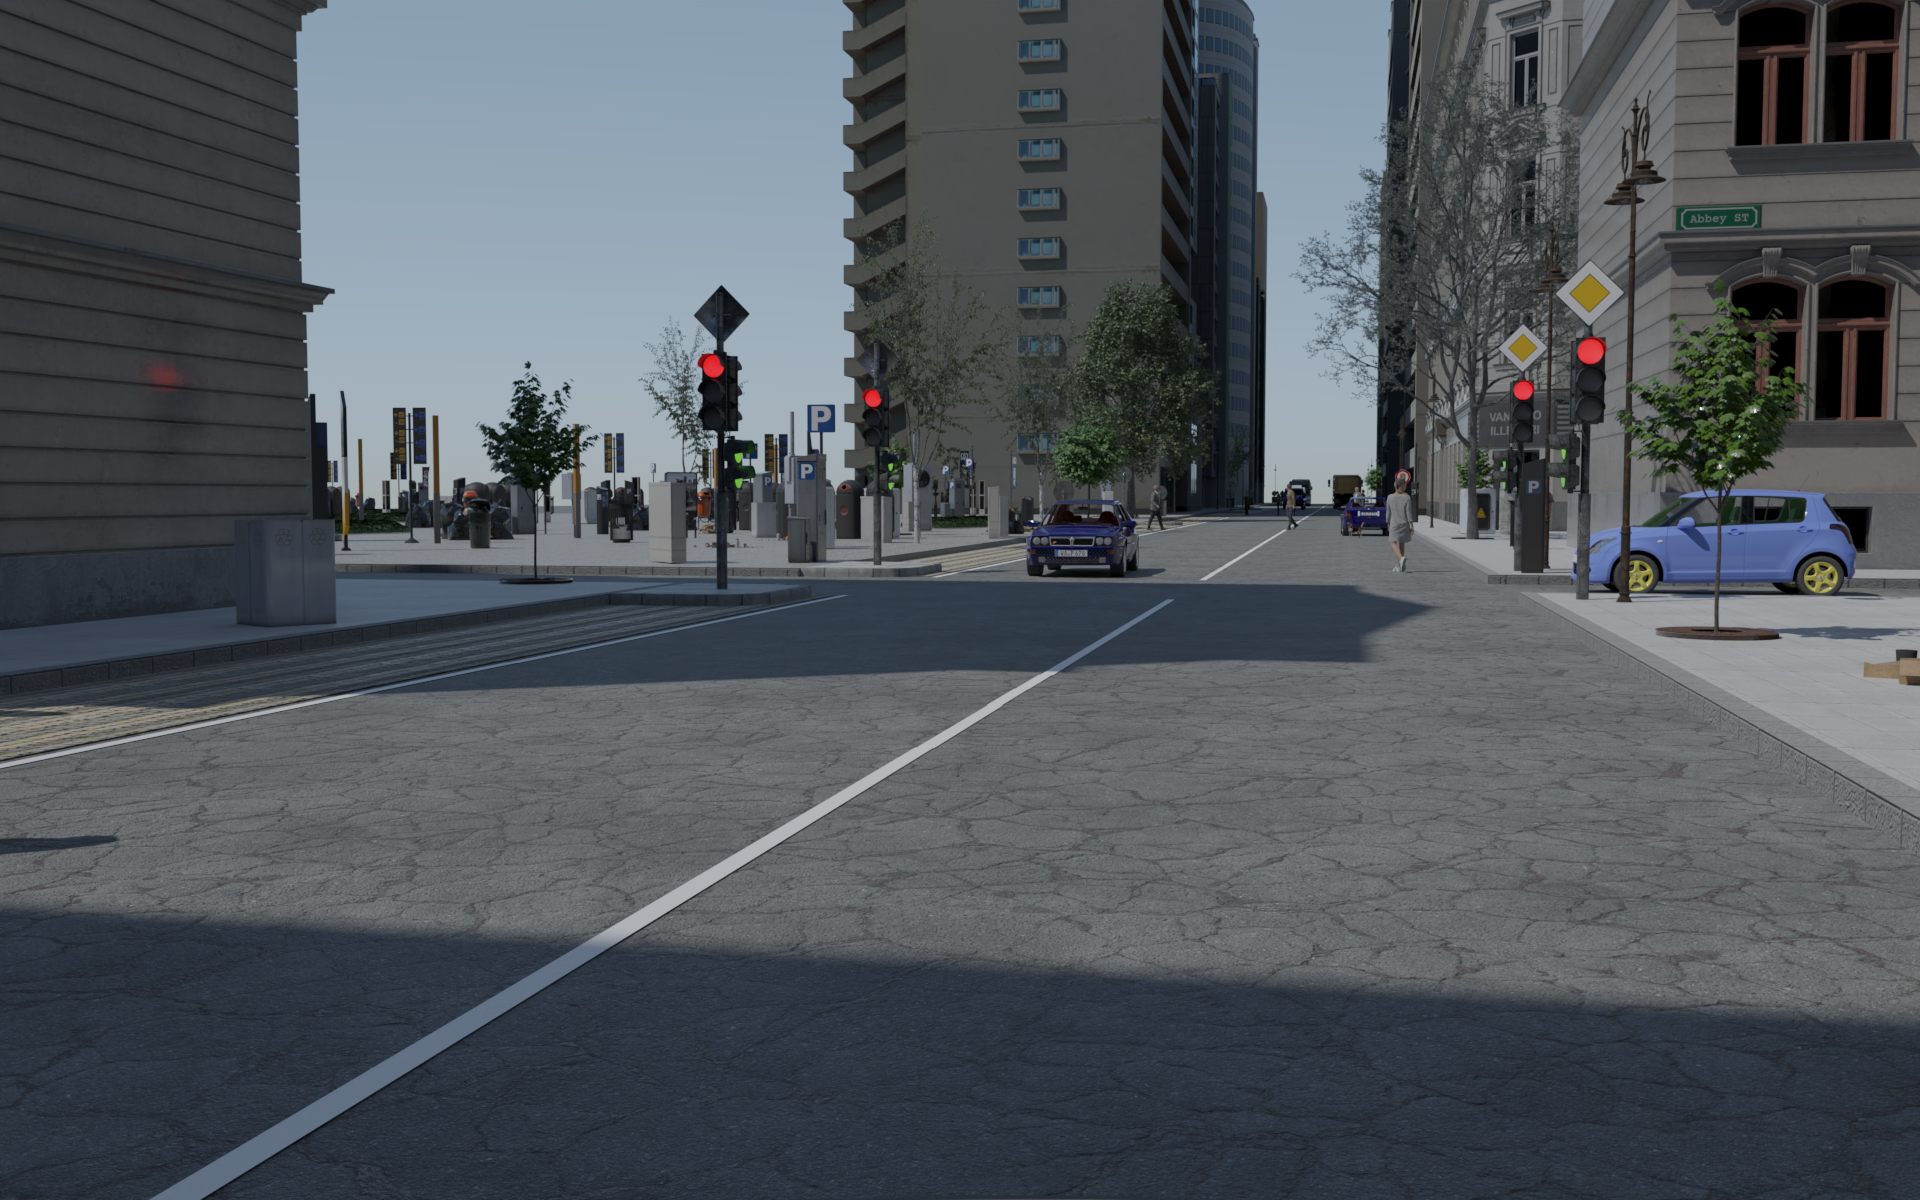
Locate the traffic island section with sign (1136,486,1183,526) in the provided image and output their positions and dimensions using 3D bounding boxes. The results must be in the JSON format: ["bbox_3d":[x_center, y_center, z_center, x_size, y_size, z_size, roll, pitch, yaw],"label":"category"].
[{"bbox_3d":[9.172,-4.321,79.279,1.989,1.847,2.006,1,4,12],"label":"traffic island section with sign"}]

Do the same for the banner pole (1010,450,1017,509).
[{"bbox_3d":[3.010,-6.623,98.297,0.401,3.779,0.863,-2,4,-28],"label":"banner pole"}]

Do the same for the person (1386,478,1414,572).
[{"bbox_3d":[8.070,-1.372,31.686,0.466,1.731,0.760,0,4,-7],"label":"person"}]

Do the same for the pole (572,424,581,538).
[{"bbox_3d":[-11.129,-3.452,50.287,0.158,3.312,0.155,0,3,0],"label":"pole"}]

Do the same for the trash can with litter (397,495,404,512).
[{"bbox_3d":[-29.306,-4.822,89.905,1.678,1.210,2.233,1,4,11],"label":"trash can with litter"}]

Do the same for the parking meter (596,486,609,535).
[{"bbox_3d":[-11.365,-2.854,55.069,0.372,1.533,0.369,0,3,0],"label":"parking meter"}]

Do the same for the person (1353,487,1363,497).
[{"bbox_3d":[19.669,-4.709,85.889,0.834,1.777,0.661,-3,5,-42],"label":"person"}]

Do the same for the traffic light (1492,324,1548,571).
[{"bbox_3d":[9.283,-2.436,28.745,0.839,4.253,0.868,1,4,12],"label":"traffic light"}]

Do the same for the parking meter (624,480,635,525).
[{"bbox_3d":[-13.749,-4.061,72.115,0.399,1.863,0.255,0,4,-4],"label":"parking meter"}]

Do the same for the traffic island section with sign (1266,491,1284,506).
[{"bbox_3d":[38.049,-12.270,209.233,1.989,1.847,2.006,1,4,12],"label":"traffic island section with sign"}]

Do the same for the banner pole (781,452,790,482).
[{"bbox_3d":[-10.373,-6.951,103.658,0.863,3.779,0.401,1,4,17],"label":"banner pole"}]

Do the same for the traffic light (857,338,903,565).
[{"bbox_3d":[-1.470,-2.580,31.110,0.839,4.253,0.868,1,4,12],"label":"traffic light"}]

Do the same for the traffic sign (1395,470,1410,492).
[{"bbox_3d":[23.080,-5.517,90.306,0.768,2.556,0.104,1,4,22],"label":"traffic sign"}]

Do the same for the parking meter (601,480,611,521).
[{"bbox_3d":[-14.637,-4.027,71.552,0.399,1.863,0.255,3,4,37],"label":"parking meter"}]

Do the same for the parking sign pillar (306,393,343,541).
[{"bbox_3d":[-17.600,-3.587,47.114,1.447,3.967,1.447,-2,4,-35],"label":"parking sign pillar"}]

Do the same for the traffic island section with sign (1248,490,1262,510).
[{"bbox_3d":[26.051,-8.968,155.256,1.989,1.847,2.006,1,4,12],"label":"traffic island section with sign"}]

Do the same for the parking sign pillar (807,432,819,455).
[{"bbox_3d":[-6.352,-5.288,74.930,1.447,3.967,1.447,0,4,0],"label":"parking sign pillar"}]

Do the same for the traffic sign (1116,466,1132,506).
[{"bbox_3d":[7.505,-4.852,79.442,0.768,2.556,0.104,1,4,19],"label":"traffic sign"}]

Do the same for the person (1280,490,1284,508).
[{"bbox_3d":[32.515,-10.159,174.601,1.348,1.824,0.705,1,4,18],"label":"person"}]

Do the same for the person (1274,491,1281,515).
[{"bbox_3d":[21.241,-6.480,115.922,0.415,1.643,0.593,-1,4,-15],"label":"person"}]

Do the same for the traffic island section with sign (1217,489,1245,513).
[{"bbox_3d":[20.195,-7.354,128.861,1.989,1.847,2.006,1,4,12],"label":"traffic island section with sign"}]

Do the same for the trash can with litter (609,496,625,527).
[{"bbox_3d":[-13.688,-3.467,67.737,1.678,1.210,2.233,0,4,5],"label":"trash can with litter"}]

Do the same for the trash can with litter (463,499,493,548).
[{"bbox_3d":[-11.412,-1.814,41.043,0.624,1.170,1.055,-1,4,-11],"label":"trash can with litter"}]

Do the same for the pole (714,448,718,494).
[{"bbox_3d":[-10.756,-5.054,76.482,0.158,3.312,0.155,0,3,0],"label":"pole"}]

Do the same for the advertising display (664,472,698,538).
[{"bbox_3d":[-8.113,-2.763,50.387,0.974,1.923,0.123,-2,4,-27],"label":"advertising display"}]

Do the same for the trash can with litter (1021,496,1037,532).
[{"bbox_3d":[1.945,-2.932,58.993,2.233,1.210,1.678,-3,5,-41],"label":"trash can with litter"}]

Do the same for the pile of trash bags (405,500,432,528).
[{"bbox_3d":[-19.704,-3.480,66.650,1.912,1.369,3.447,1,4,20],"label":"pile of trash bags"}]

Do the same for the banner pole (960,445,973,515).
[{"bbox_3d":[0.383,-5.992,87.986,0.863,3.779,0.401,0,4,-5],"label":"banner pole"}]

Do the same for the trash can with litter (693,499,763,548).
[{"bbox_3d":[-5.634,-1.898,42.086,1.678,1.210,2.233,0,4,-7],"label":"trash can with litter"}]

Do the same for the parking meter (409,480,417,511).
[{"bbox_3d":[-23.062,-4.116,73.004,0.255,1.863,0.399,-2,4,-28],"label":"parking meter"}]

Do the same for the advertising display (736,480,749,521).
[{"bbox_3d":[-10.367,-4.680,81.727,0.974,1.923,0.123,-3,5,-44],"label":"advertising display"}]

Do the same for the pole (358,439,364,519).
[{"bbox_3d":[-22.101,-4.284,63.889,0.158,3.312,0.155,0,3,0],"label":"pole"}]

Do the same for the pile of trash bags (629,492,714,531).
[{"bbox_3d":[-10.123,-3.175,61.659,1.912,1.369,3.447,2,4,35],"label":"pile of trash bags"}]

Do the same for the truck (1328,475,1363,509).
[{"bbox_3d":[38.042,-10.679,170.527,3.469,3.379,9.791,1,4,11],"label":"truck"}]

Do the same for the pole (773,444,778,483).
[{"bbox_3d":[-7.579,-4.730,71.175,0.158,3.312,0.155,0,3,0],"label":"pole"}]

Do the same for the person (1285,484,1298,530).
[{"bbox_3d":[13.276,-3.737,69.518,0.836,1.842,0.656,-3,5,-39],"label":"person"}]

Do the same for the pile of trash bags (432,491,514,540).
[{"bbox_3d":[-13.925,-2.441,49.660,1.912,1.369,3.447,-1,4,-21],"label":"pile of trash bags"}]

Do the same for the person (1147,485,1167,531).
[{"bbox_3d":[7.699,-3.584,67.497,0.834,1.777,0.661,1,4,15],"label":"person"}]

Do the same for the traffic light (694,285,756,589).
[{"bbox_3d":[-3.202,-2.104,23.314,0.839,4.253,0.868,1,4,12],"label":"traffic light"}]

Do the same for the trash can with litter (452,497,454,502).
[{"bbox_3d":[-26.196,-4.941,91.840,1.678,1.210,2.233,-1,4,-13],"label":"trash can with litter"}]

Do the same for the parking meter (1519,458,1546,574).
[{"bbox_3d":[9.265,-1.367,28.066,0.399,1.863,0.255,1,4,16],"label":"parking meter"}]

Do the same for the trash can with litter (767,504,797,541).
[{"bbox_3d":[-4.379,-2.221,47.369,1.678,1.210,2.233,-3,4,-37],"label":"trash can with litter"}]

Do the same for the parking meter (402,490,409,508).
[{"bbox_3d":[-33.876,-5.959,105.845,0.372,1.533,0.369,0,3,0],"label":"parking meter"}]

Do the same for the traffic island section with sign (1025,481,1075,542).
[{"bbox_3d":[3.097,-2.649,51.946,1.989,1.847,2.006,1,4,12],"label":"traffic island section with sign"}]

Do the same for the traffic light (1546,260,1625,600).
[{"bbox_3d":[7.551,-1.959,20.950,0.839,4.253,0.868,1,4,12],"label":"traffic light"}]

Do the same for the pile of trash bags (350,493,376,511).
[{"bbox_3d":[-39.369,-6.357,113.689,1.912,1.369,3.447,-1,4,-17],"label":"pile of trash bags"}]

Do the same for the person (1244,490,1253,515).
[{"bbox_3d":[20.044,-6.803,120.460,0.721,1.736,1.217,3,4,38],"label":"person"}]

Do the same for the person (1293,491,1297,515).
[{"bbox_3d":[22.590,-6.587,117.670,0.593,1.643,0.415,0,4,-6],"label":"person"}]

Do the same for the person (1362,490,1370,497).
[{"bbox_3d":[29.828,-7.253,127.620,0.750,1.759,0.617,-1,4,-10],"label":"person"}]

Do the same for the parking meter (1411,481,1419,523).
[{"bbox_3d":[20.532,-4.434,78.203,0.255,1.863,0.399,2,4,34],"label":"parking meter"}]

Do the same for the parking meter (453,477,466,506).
[{"bbox_3d":[-17.491,-3.354,60.542,0.255,1.863,0.399,3,4,37],"label":"parking meter"}]

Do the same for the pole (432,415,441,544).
[{"bbox_3d":[-13.562,-3.120,44.853,0.158,3.312,0.155,0,3,0],"label":"pole"}]
